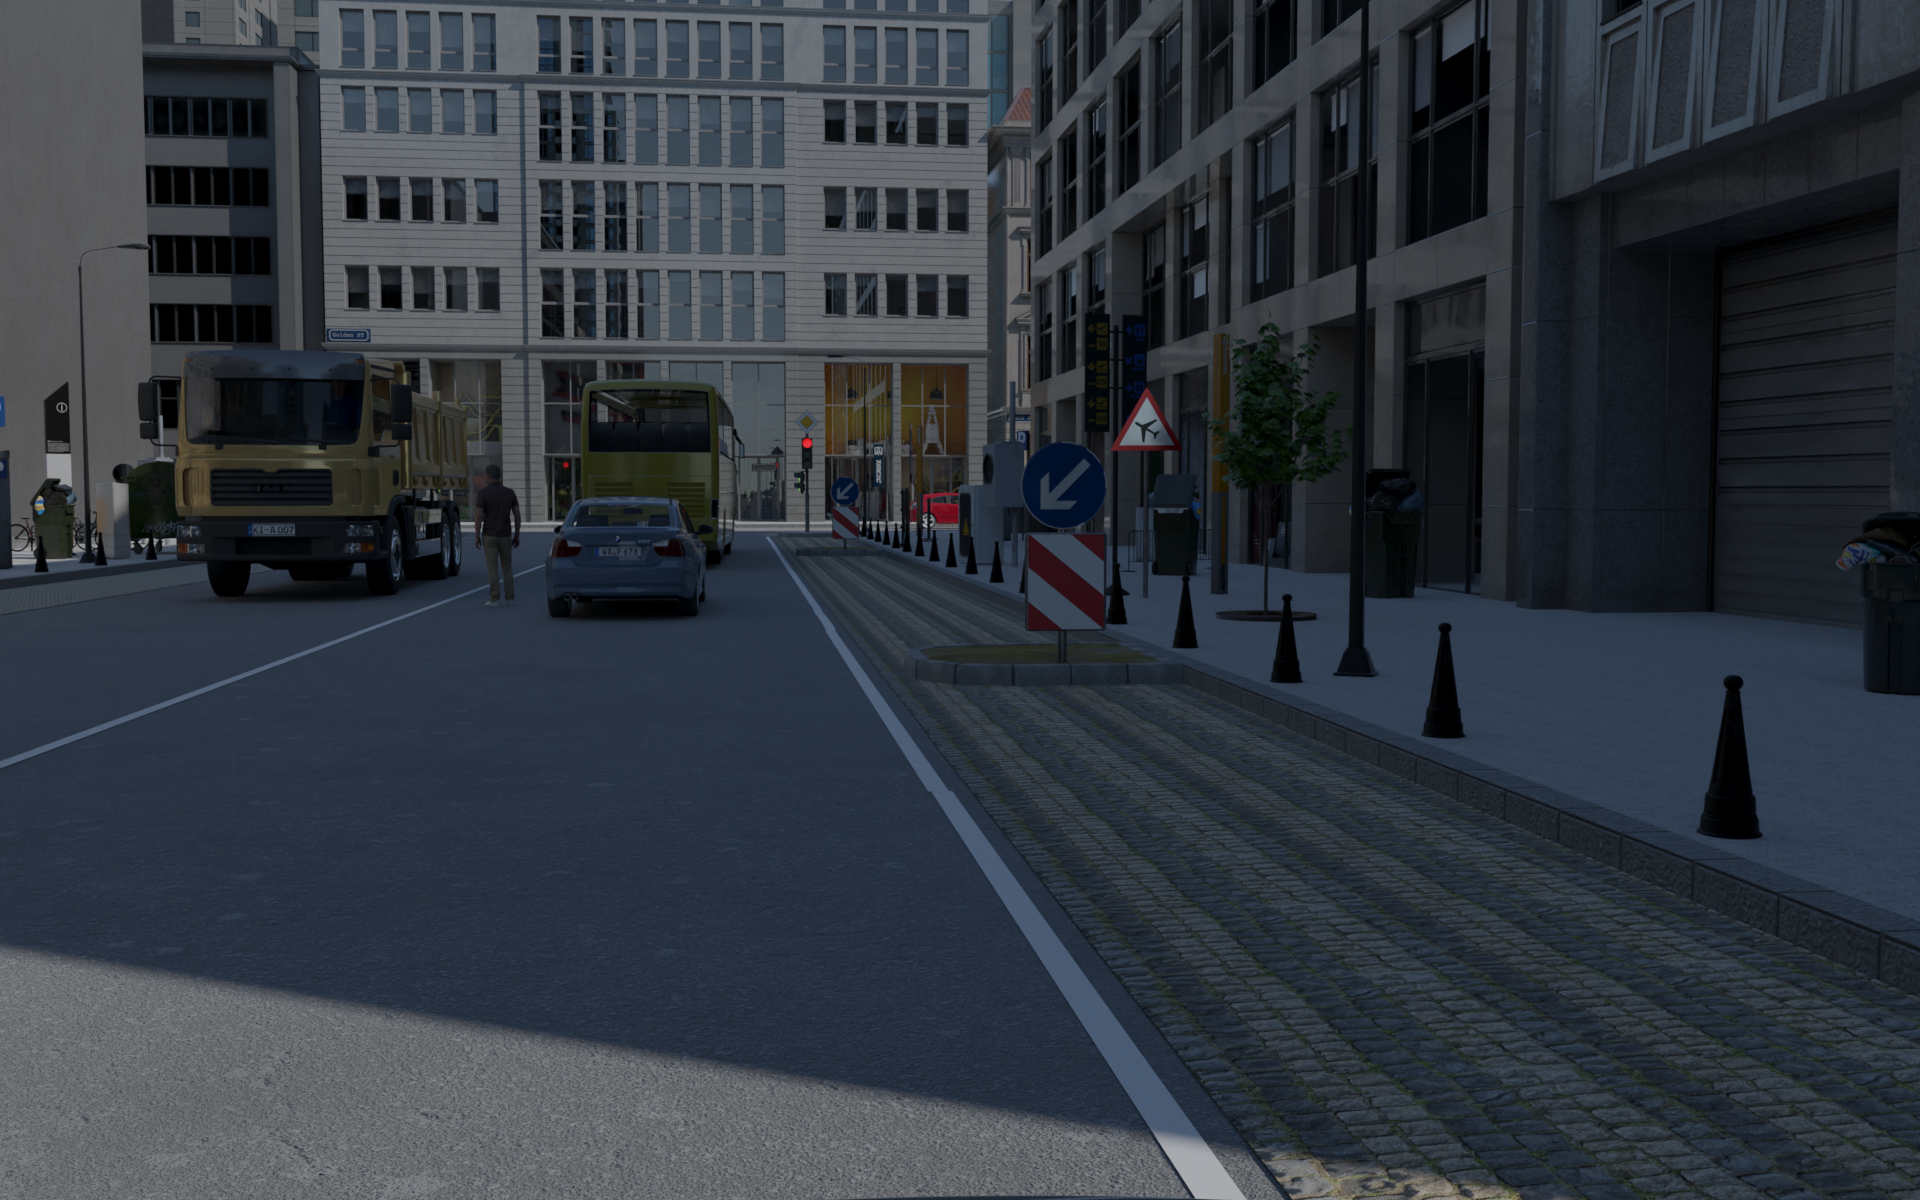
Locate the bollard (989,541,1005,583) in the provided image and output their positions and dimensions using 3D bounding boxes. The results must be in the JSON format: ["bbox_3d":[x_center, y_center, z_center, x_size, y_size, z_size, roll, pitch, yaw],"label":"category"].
[{"bbox_3d":[0.532,-0.553,25.079,0.229,0.601,0.229,0,3,0],"label":"bollard"}]

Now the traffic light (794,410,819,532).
[{"bbox_3d":[-5.154,-4.236,58.174,0.839,4.253,0.868,0,4,-7],"label":"traffic light"}]

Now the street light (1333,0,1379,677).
[{"bbox_3d":[2.271,-2.416,12.044,1.470,5.913,1.316,0,4,-7],"label":"street light"}]

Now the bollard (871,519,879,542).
[{"bbox_3d":[-2.190,-1.850,46.294,0.229,0.601,0.229,0,3,0],"label":"bollard"}]

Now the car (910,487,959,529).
[{"bbox_3d":[0.030,-3.833,71.716,4.494,1.783,2.155,0,4,-6],"label":"car"}]

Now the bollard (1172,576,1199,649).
[{"bbox_3d":[1.884,0.096,14.464,0.229,0.601,0.229,0,3,0],"label":"bollard"}]

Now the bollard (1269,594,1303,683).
[{"bbox_3d":[2.230,0.258,11.821,0.229,0.601,0.229,0,3,0],"label":"bollard"}]

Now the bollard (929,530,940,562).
[{"bbox_3d":[-0.488,-1.038,33.012,0.229,0.601,0.229,0,3,0],"label":"bollard"}]

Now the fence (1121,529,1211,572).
[{"bbox_3d":[3.563,-0.839,29.090,2.069,0.683,0.278,-3,4,-37],"label":"fence"}]

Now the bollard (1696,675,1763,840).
[{"bbox_3d":[2.905,0.582,6.522,0.229,0.601,0.229,0,3,0],"label":"bollard"}]

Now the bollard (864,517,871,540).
[{"bbox_3d":[-2.530,-2.013,48.947,0.229,0.601,0.229,0,3,0],"label":"bollard"}]

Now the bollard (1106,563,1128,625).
[{"bbox_3d":[1.550,-0.066,17.114,0.229,0.601,0.229,0,3,0],"label":"bollard"}]

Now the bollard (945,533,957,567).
[{"bbox_3d":[-0.153,-0.876,30.368,0.229,0.601,0.229,0,3,0],"label":"bollard"}]

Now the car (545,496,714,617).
[{"bbox_3d":[-4.086,-0.584,21.557,2.014,1.417,4.499,0,4,-7],"label":"car"}]

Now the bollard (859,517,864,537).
[{"bbox_3d":[-2.870,-2.175,51.598,0.229,0.601,0.229,0,3,0],"label":"bollard"}]

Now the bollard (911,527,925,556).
[{"bbox_3d":[-0.831,-1.201,35.685,0.229,0.601,0.229,0,3,0],"label":"bollard"}]

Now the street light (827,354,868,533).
[{"bbox_3d":[-3.712,-5.209,57.703,1.470,5.913,1.316,0,4,-7],"label":"street light"}]

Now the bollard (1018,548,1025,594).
[{"bbox_3d":[0.869,-0.390,22.418,0.229,0.601,0.229,0,3,0],"label":"bollard"}]

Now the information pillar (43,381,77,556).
[{"bbox_3d":[-18.632,-2.720,35.824,0.183,3.616,0.504,3,5,43],"label":"information pillar"}]

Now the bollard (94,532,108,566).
[{"bbox_3d":[-15.400,-0.917,31.036,0.229,0.601,0.229,0,3,0],"label":"bollard"}]

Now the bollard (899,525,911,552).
[{"bbox_3d":[-1.171,-1.363,38.330,0.229,0.601,0.229,0,3,0],"label":"bollard"}]

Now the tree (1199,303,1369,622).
[{"bbox_3d":[3.058,-1.413,17.710,1.663,3.219,1.824,0,3,0],"label":"tree"}]

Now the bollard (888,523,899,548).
[{"bbox_3d":[-1.510,-1.526,40.995,0.229,0.601,0.229,0,3,0],"label":"bollard"}]

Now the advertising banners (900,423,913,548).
[{"bbox_3d":[-1.284,-2.812,42.170,0.090,3.025,2.074,0,4,6],"label":"advertising banners"}]

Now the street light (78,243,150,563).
[{"bbox_3d":[-15.660,-3.642,32.088,1.470,5.913,1.316,0,4,-7],"label":"street light"}]

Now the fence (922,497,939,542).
[{"bbox_3d":[-0.857,-2.228,47.635,0.480,1.192,2.264,0,4,1],"label":"fence"}]

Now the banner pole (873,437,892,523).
[{"bbox_3d":[-3.443,-5.290,76.511,0.863,3.779,0.401,-1,4,-22],"label":"banner pole"}]

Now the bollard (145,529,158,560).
[{"bbox_3d":[-15.735,-1.079,33.688,0.229,0.601,0.229,0,3,0],"label":"bollard"}]

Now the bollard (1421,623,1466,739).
[{"bbox_3d":[2.565,0.420,9.177,0.229,0.601,0.229,0,3,0],"label":"bollard"}]

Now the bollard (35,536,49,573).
[{"bbox_3d":[-15.064,-0.755,28.392,0.229,0.601,0.229,0,3,0],"label":"bollard"}]

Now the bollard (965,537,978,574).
[{"bbox_3d":[0.186,-0.714,27.722,0.229,0.601,0.229,0,3,0],"label":"bollard"}]

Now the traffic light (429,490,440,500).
[{"bbox_3d":[-17.265,-4.140,56.612,0.839,4.253,0.868,0,4,-7],"label":"traffic light"}]

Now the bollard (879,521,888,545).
[{"bbox_3d":[-1.852,-1.689,43.650,0.229,0.601,0.229,0,3,0],"label":"bollard"}]
